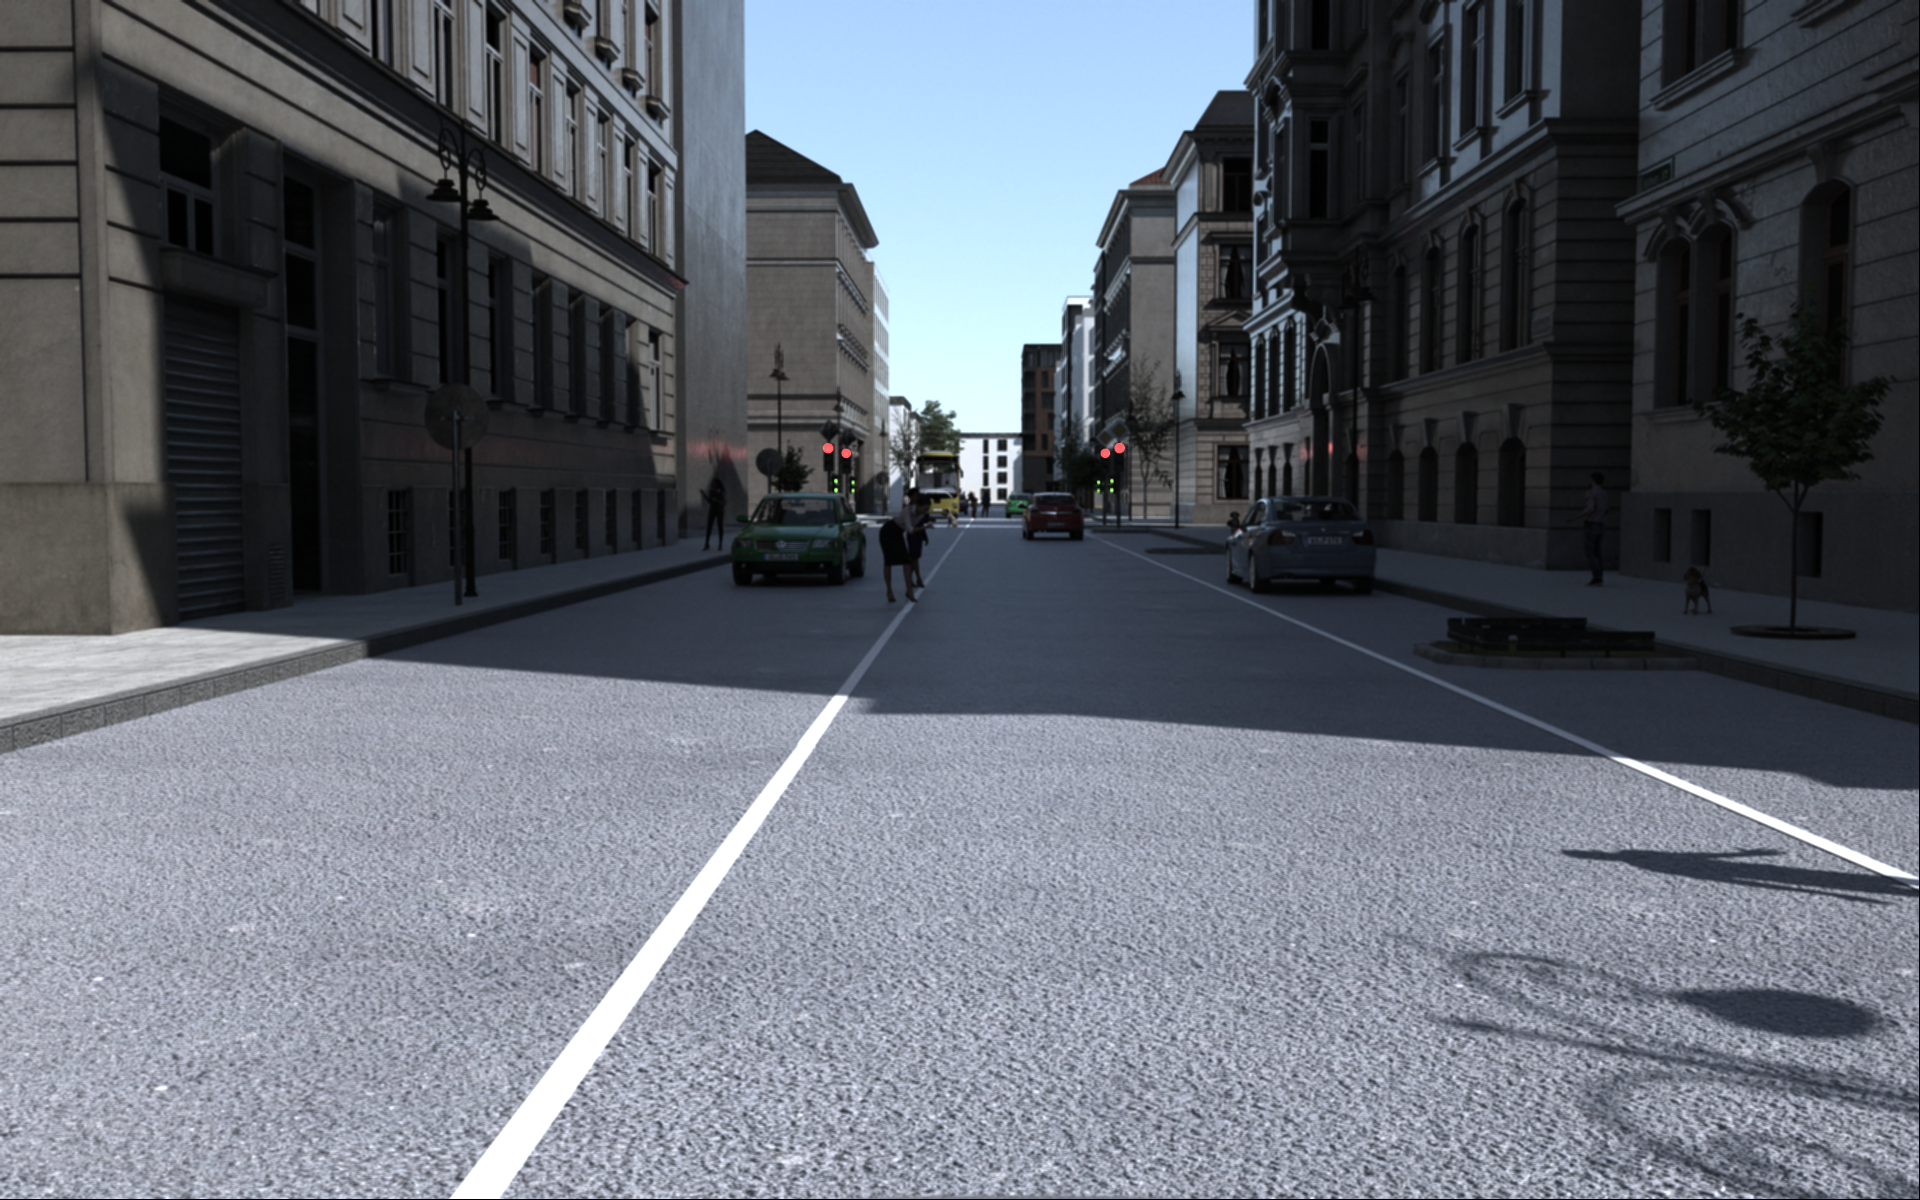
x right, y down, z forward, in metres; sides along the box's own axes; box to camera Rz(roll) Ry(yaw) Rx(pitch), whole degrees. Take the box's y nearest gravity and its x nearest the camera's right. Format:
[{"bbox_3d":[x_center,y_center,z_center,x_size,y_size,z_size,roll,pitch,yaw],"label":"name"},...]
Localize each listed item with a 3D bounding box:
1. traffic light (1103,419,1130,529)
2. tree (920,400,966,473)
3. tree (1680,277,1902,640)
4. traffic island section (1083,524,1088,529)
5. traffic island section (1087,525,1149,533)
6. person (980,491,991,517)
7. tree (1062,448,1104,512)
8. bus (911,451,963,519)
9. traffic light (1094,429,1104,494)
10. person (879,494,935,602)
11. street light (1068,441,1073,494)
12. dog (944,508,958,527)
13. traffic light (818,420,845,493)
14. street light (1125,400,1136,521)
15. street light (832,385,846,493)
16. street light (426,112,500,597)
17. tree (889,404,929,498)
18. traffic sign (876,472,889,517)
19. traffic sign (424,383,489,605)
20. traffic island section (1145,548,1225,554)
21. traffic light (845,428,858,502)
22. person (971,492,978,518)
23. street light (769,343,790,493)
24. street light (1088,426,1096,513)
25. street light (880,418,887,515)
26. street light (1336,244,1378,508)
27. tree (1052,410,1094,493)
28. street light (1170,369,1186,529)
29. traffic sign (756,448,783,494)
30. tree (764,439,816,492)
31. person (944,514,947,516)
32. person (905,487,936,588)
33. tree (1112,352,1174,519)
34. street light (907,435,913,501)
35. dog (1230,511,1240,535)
[{"bbox_3d":[5.892,-4.600,64.450,0.839,4.213,0.868,0,4,1],"label":"traffic light"},{"bbox_3d":[-3.131,-17.742,208.204,7.486,12.596,7.792,0,3,0],"label":"tree"},{"bbox_3d":[7.580,-1.279,15.520,1.663,3.219,1.824,0,3,0],"label":"tree"},{"bbox_3d":[6.075,-3.074,72.546,2.009,0.180,2.903,0,4,1],"label":"traffic island section"},{"bbox_3d":[5.932,-2.586,64.562,2.009,0.180,2.903,0,4,1],"label":"traffic island section"},{"bbox_3d":[1.582,-5.902,106.706,0.593,1.614,0.444,2,4,33],"label":"person"},{"bbox_3d":[8.937,-8.563,123.725,4.285,4.588,4.351,0,3,0],"label":"tree"},{"bbox_3d":[-1.306,-6.784,102.458,2.896,3.916,12.252,0,4,0],"label":"bus"},{"bbox_3d":[6.035,-5.088,72.434,0.839,4.213,0.868,0,4,1],"label":"traffic light"},{"bbox_3d":[-0.688,-0.688,22.931,0.799,1.438,0.628,0,4,6],"label":"person"},{"bbox_3d":[9.444,-10.666,147.179,0.468,5.910,1.993,0,4,1],"label":"street light"},{"bbox_3d":[-0.316,-3.583,75.426,0.513,0.831,0.800,-2,4,-28],"label":"dog"},{"bbox_3d":[-4.868,-4.611,64.626,0.839,4.213,0.868,0,4,1],"label":"traffic light"},{"bbox_3d":[8.233,-6.777,83.596,0.468,5.910,1.993,0,4,1],"label":"street light"},{"bbox_3d":[-5.145,-6.166,73.610,0.468,5.910,1.993,0,4,1],"label":"street light"},{"bbox_3d":[-6.134,-2.981,21.534,0.468,5.910,1.993,0,4,1],"label":"street light"},{"bbox_3d":[-4.436,-11.618,140.315,4.360,8.622,3.978,0,3,0],"label":"tree"},{"bbox_3d":[-4.394,-6.002,98.235,0.768,2.556,0.104,1,4,9],"label":"traffic sign"},{"bbox_3d":[-5.790,-1.212,19.917,0.768,2.556,0.104,0,4,6],"label":"traffic sign"},{"bbox_3d":[5.528,-1.183,42.202,1.991,0.108,1.994,0,4,1],"label":"traffic island section"},{"bbox_3d":[-4.725,-5.099,72.610,0.839,4.213,0.868,0,4,1],"label":"traffic light"},{"bbox_3d":[0.869,-5.613,102.549,0.388,1.546,0.482,0,4,5],"label":"person"},{"bbox_3d":[-5.508,-4.899,52.891,0.468,5.910,1.993,0,4,1],"label":"street light"},{"bbox_3d":[8.802,-8.732,115.554,0.468,5.910,1.993,0,4,1],"label":"street light"},{"bbox_3d":[-4.647,-8.084,104.968,0.468,5.910,1.993,0,4,1],"label":"street light"},{"bbox_3d":[7.355,-3.636,32.235,0.468,5.910,1.993,0,4,1],"label":"street light"},{"bbox_3d":[9.782,-12.354,152.344,4.737,8.622,4.395,0,3,0],"label":"tree"},{"bbox_3d":[8.039,-5.578,63.991,0.468,5.910,1.993,0,4,1],"label":"street light"},{"bbox_3d":[-5.294,-2.937,48.122,0.768,2.556,0.104,0,4,5],"label":"traffic sign"},{"bbox_3d":[-5.983,-4.051,60.840,1.663,3.219,1.824,0,3,0],"label":"tree"},{"bbox_3d":[-0.659,-6.163,112.457,0.799,1.438,0.628,-2,4,-33],"label":"person"},{"bbox_3d":[-0.582,-0.956,26.494,0.546,1.535,0.453,1,4,11],"label":"person"},{"bbox_3d":[9.649,-8.493,89.230,4.360,8.622,3.978,0,3,0],"label":"tree"},{"bbox_3d":[-3.988,-10.017,136.558,0.468,5.910,1.993,0,4,1],"label":"street light"},{"bbox_3d":[7.312,-1.939,46.074,0.513,0.831,0.800,2,4,28],"label":"dog"}]
